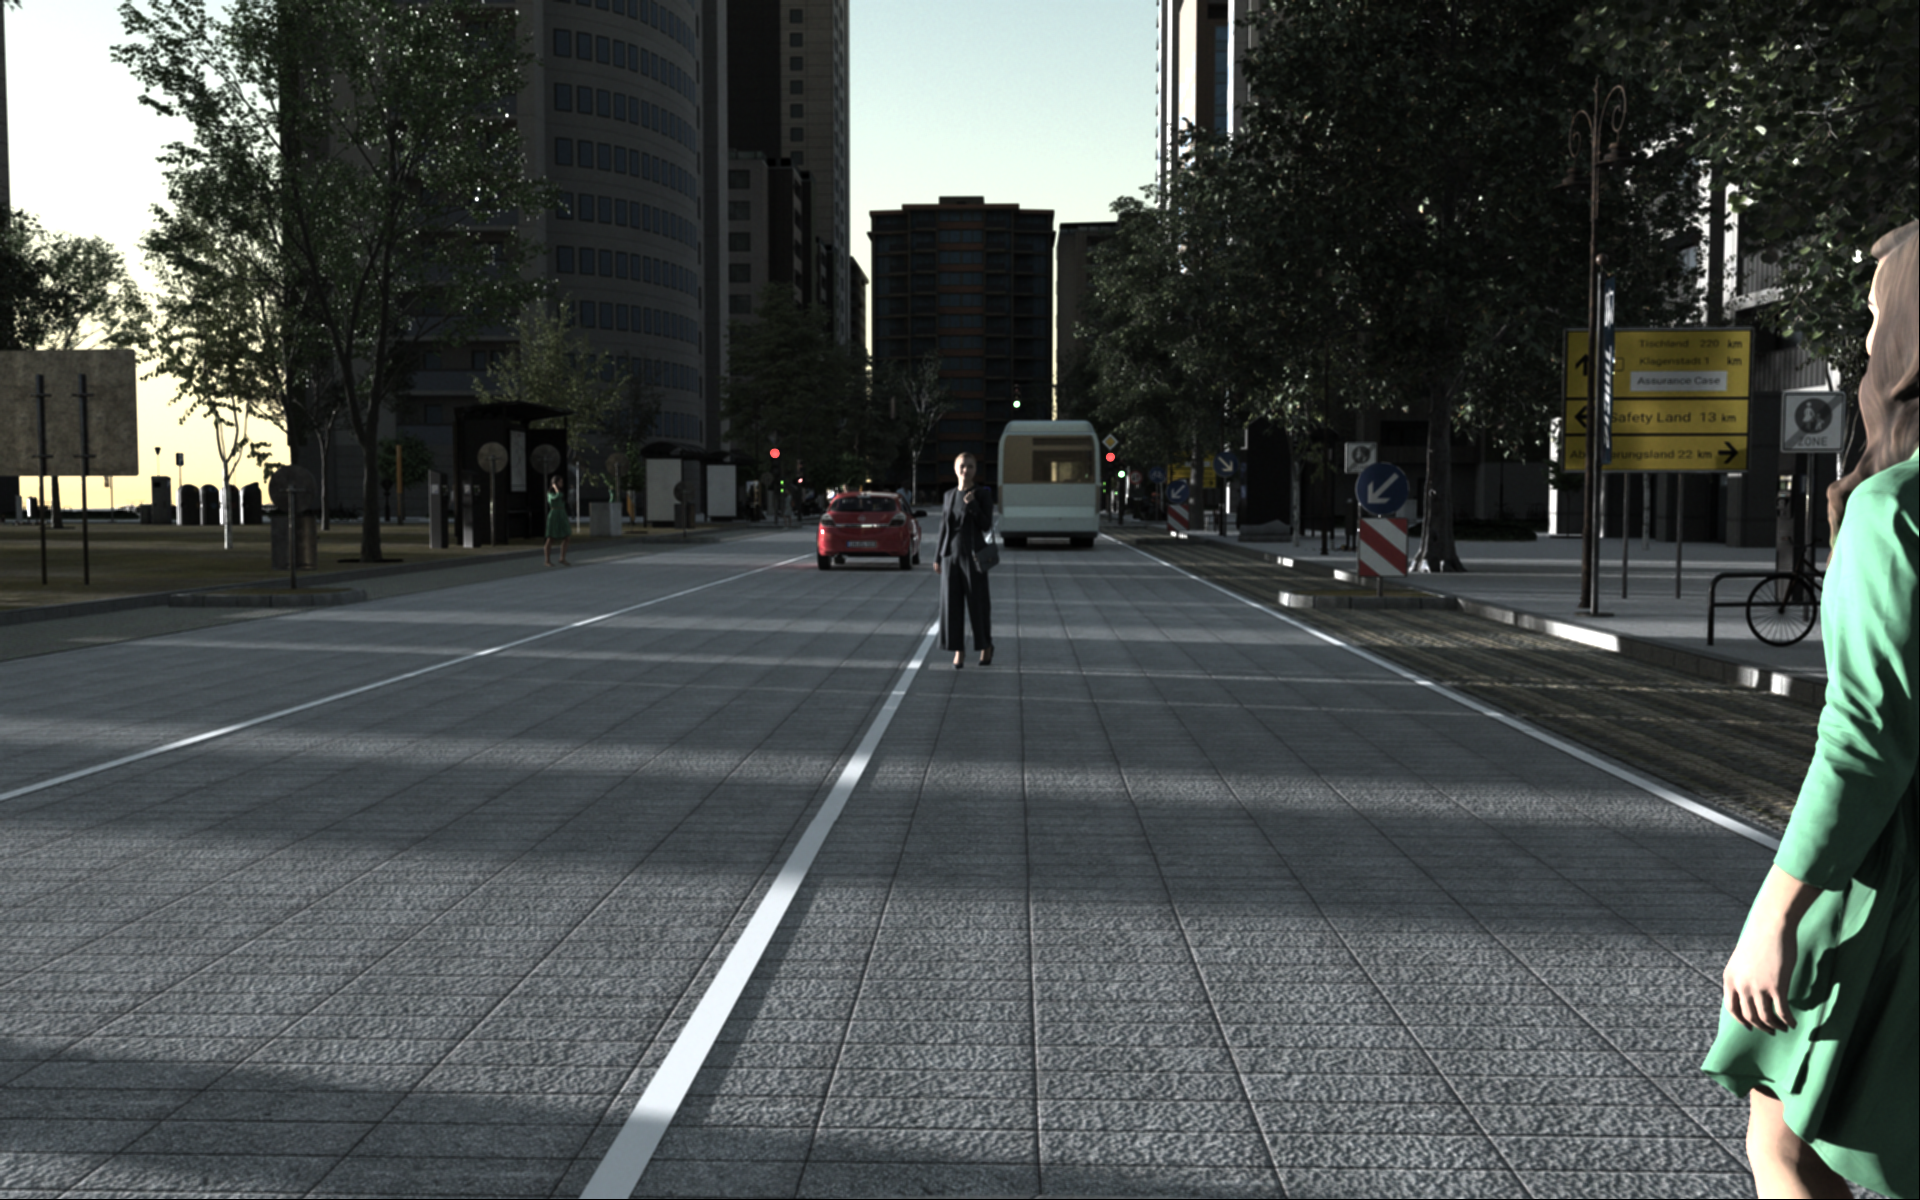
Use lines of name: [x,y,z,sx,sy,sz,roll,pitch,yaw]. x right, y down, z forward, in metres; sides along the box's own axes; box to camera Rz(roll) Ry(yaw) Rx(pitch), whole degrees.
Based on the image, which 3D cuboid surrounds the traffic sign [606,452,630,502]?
traffic sign: [-10.456,-3.230,52.920,0.768,2.556,0.104,1,4,10]

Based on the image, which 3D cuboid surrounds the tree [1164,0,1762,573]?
tree: [7.911,-6.800,28.194,9.611,12.733,9.660,0,3,0]

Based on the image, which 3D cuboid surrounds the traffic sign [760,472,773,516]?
traffic sign: [-11.243,-6.160,100.815,0.768,2.556,0.104,0,4,3]

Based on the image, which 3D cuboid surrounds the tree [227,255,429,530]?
tree: [-22.402,-7.779,61.600,8.767,10.594,7.601,2,4,25]

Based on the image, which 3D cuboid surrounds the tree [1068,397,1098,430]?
tree: [12.445,-14.170,166.095,7.601,10.594,8.767,-3,5,-41]

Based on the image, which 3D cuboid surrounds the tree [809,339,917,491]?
tree: [-8.167,-14.332,140.986,9.857,13.997,8.962,0,3,0]

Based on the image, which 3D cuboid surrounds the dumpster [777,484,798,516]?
dumpster: [-10.096,-5.876,101.823,1.264,1.857,1.865,0,4,2]

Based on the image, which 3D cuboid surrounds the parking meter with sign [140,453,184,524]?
parking meter with sign: [-33.746,-4.704,73.166,1.738,3.016,0.543,0,4,1]

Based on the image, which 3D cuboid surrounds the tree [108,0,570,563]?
tree: [-11.173,-6.511,32.209,9.928,11.665,9.643,0,3,0]

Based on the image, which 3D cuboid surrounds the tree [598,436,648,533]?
tree: [-10.790,-3.820,57.063,1.663,3.219,1.824,0,3,0]

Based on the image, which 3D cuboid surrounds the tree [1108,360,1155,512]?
tree: [10.539,-8.497,89.286,4.737,8.622,4.395,0,3,0]

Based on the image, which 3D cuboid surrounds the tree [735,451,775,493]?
tree: [-13.831,-8.107,116.269,4.285,4.588,4.351,0,3,0]

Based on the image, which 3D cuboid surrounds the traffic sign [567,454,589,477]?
traffic sign: [-12.537,-3.493,56.843,0.795,2.593,0.064,1,4,11]

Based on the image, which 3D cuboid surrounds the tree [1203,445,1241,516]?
tree: [15.170,-7.346,103.814,4.285,4.588,4.351,0,3,0]

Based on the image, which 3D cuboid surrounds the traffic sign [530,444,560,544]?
traffic sign: [-10.585,-2.698,44.218,0.768,2.556,0.104,0,4,2]

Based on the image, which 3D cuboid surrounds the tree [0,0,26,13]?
tree: [-12.195,-6.279,13.038,12.009,13.543,11.850,0,3,0]

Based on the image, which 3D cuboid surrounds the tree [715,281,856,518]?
tree: [-9.456,-10.689,92.885,7.486,12.596,7.792,0,3,0]

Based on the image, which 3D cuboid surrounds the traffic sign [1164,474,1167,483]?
traffic sign: [12.073,-6.339,103.756,0.768,2.556,0.104,0,4,6]

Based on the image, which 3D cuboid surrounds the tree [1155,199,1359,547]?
tree: [8.005,-5.592,41.794,4.737,8.622,4.395,0,3,0]

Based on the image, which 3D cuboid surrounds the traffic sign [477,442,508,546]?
traffic sign: [-11.422,-2.582,42.325,0.768,2.556,0.104,0,4,6]

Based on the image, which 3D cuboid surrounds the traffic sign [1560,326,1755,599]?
traffic sign: [8.494,-1.670,21.178,2.265,3.308,0.079,0,4,4]

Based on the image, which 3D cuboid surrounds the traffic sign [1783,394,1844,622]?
traffic sign: [8.505,-0.931,17.347,0.606,2.300,0.079,0,4,4]

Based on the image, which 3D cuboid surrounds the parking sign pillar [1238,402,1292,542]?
parking sign pillar: [8.209,-3.550,46.517,1.447,3.967,1.447,-1,4,-17]

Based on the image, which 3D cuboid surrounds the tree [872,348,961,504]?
tree: [-4.291,-22.378,221.775,12.611,20.169,13.585,0,3,0]

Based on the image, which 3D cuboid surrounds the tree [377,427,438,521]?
tree: [-27.193,-6.165,84.514,4.285,4.588,4.351,0,3,0]

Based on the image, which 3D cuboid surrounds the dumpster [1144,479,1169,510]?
dumpster: [10.820,-5.672,95.237,1.502,2.255,1.985,0,4,2]

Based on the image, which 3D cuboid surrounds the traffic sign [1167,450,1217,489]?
traffic sign: [10.600,-5.220,79.218,2.265,3.308,0.079,0,4,7]

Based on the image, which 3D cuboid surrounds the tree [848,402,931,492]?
tree: [-7.074,-13.656,157.681,8.767,10.594,7.601,-2,4,-34]

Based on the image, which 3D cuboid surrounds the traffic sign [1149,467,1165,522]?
traffic sign: [9.121,-4.896,80.163,0.768,2.556,0.104,1,4,8]

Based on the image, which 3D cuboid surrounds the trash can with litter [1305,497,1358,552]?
trash can with litter: [8.789,-1.702,38.883,1.678,1.210,2.233,0,4,-3]

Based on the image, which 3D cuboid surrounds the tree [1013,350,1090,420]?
tree: [13.343,-22.807,228.779,12.611,20.169,13.585,0,3,0]

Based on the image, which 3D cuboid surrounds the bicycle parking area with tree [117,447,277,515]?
bicycle parking area with tree: [-47.554,-7.392,107.864,8.231,4.147,9.016,-3,5,-44]

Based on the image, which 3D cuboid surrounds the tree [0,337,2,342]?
tree: [-24.393,-6.275,37.003,7.601,10.594,8.767,-1,4,-22]

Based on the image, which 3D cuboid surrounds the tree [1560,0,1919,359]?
tree: [7.017,-6.327,10.109,9.857,13.997,8.962,0,3,0]

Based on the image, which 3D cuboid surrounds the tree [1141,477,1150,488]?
tree: [16.360,-9.389,148.116,1.663,3.219,1.824,0,3,0]

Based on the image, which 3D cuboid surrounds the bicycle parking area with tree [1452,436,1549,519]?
bicycle parking area with tree: [23.517,-4.869,66.607,9.016,4.147,8.231,-3,5,-42]

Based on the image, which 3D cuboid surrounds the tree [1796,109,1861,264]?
tree: [16.376,-4.976,31.725,4.360,8.622,3.978,0,3,0]

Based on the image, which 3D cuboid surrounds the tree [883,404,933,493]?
tree: [-6.997,-16.376,193.508,9.928,11.665,9.643,0,3,0]

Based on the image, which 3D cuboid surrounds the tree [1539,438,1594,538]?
tree: [17.744,-3.426,50.617,1.663,3.219,1.824,0,3,0]

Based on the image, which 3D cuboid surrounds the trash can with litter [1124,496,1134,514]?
trash can with litter: [11.192,-6.022,109.511,2.233,1.210,1.678,0,4,-1]

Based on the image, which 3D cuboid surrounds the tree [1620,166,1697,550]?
tree: [15.669,-5.423,39.036,4.360,8.622,3.978,0,3,0]

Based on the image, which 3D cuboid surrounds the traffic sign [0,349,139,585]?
traffic sign: [-12.670,-1.870,24.441,2.265,3.308,0.079,0,4,7]

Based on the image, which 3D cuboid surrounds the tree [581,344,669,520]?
tree: [-16.165,-8.219,84.737,4.360,8.622,3.978,0,3,0]

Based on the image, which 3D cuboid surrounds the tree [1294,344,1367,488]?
tree: [17.515,-8.067,82.263,4.360,8.622,3.978,0,3,0]

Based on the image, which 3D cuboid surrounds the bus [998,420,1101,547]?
bus: [2.546,-3.362,49.827,2.948,3.499,13.247,0,4,3]

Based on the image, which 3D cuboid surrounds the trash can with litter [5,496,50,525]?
trash can with litter: [-39.183,-3.779,72.836,2.233,1.210,1.678,2,4,24]

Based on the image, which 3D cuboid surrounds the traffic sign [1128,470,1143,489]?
traffic sign: [9.389,-5.661,92.670,0.768,2.556,0.104,0,4,4]

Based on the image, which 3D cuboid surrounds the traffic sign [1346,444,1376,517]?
traffic sign: [7.950,-1.974,34.400,0.606,2.300,0.079,0,4,3]

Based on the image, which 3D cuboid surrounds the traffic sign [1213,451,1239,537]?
traffic sign: [7.919,-3.154,51.682,0.768,2.556,0.104,0,4,8]

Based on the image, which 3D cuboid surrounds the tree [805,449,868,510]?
tree: [-9.342,-8.387,120.835,4.285,4.588,4.351,0,3,0]

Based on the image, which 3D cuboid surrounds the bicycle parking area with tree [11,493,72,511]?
bicycle parking area with tree: [-52.858,-6.548,94.067,8.231,4.147,9.016,-2,4,-26]

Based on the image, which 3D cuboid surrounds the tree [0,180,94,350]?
tree: [-30.184,-8.117,49.713,9.611,12.733,9.660,0,3,0]
